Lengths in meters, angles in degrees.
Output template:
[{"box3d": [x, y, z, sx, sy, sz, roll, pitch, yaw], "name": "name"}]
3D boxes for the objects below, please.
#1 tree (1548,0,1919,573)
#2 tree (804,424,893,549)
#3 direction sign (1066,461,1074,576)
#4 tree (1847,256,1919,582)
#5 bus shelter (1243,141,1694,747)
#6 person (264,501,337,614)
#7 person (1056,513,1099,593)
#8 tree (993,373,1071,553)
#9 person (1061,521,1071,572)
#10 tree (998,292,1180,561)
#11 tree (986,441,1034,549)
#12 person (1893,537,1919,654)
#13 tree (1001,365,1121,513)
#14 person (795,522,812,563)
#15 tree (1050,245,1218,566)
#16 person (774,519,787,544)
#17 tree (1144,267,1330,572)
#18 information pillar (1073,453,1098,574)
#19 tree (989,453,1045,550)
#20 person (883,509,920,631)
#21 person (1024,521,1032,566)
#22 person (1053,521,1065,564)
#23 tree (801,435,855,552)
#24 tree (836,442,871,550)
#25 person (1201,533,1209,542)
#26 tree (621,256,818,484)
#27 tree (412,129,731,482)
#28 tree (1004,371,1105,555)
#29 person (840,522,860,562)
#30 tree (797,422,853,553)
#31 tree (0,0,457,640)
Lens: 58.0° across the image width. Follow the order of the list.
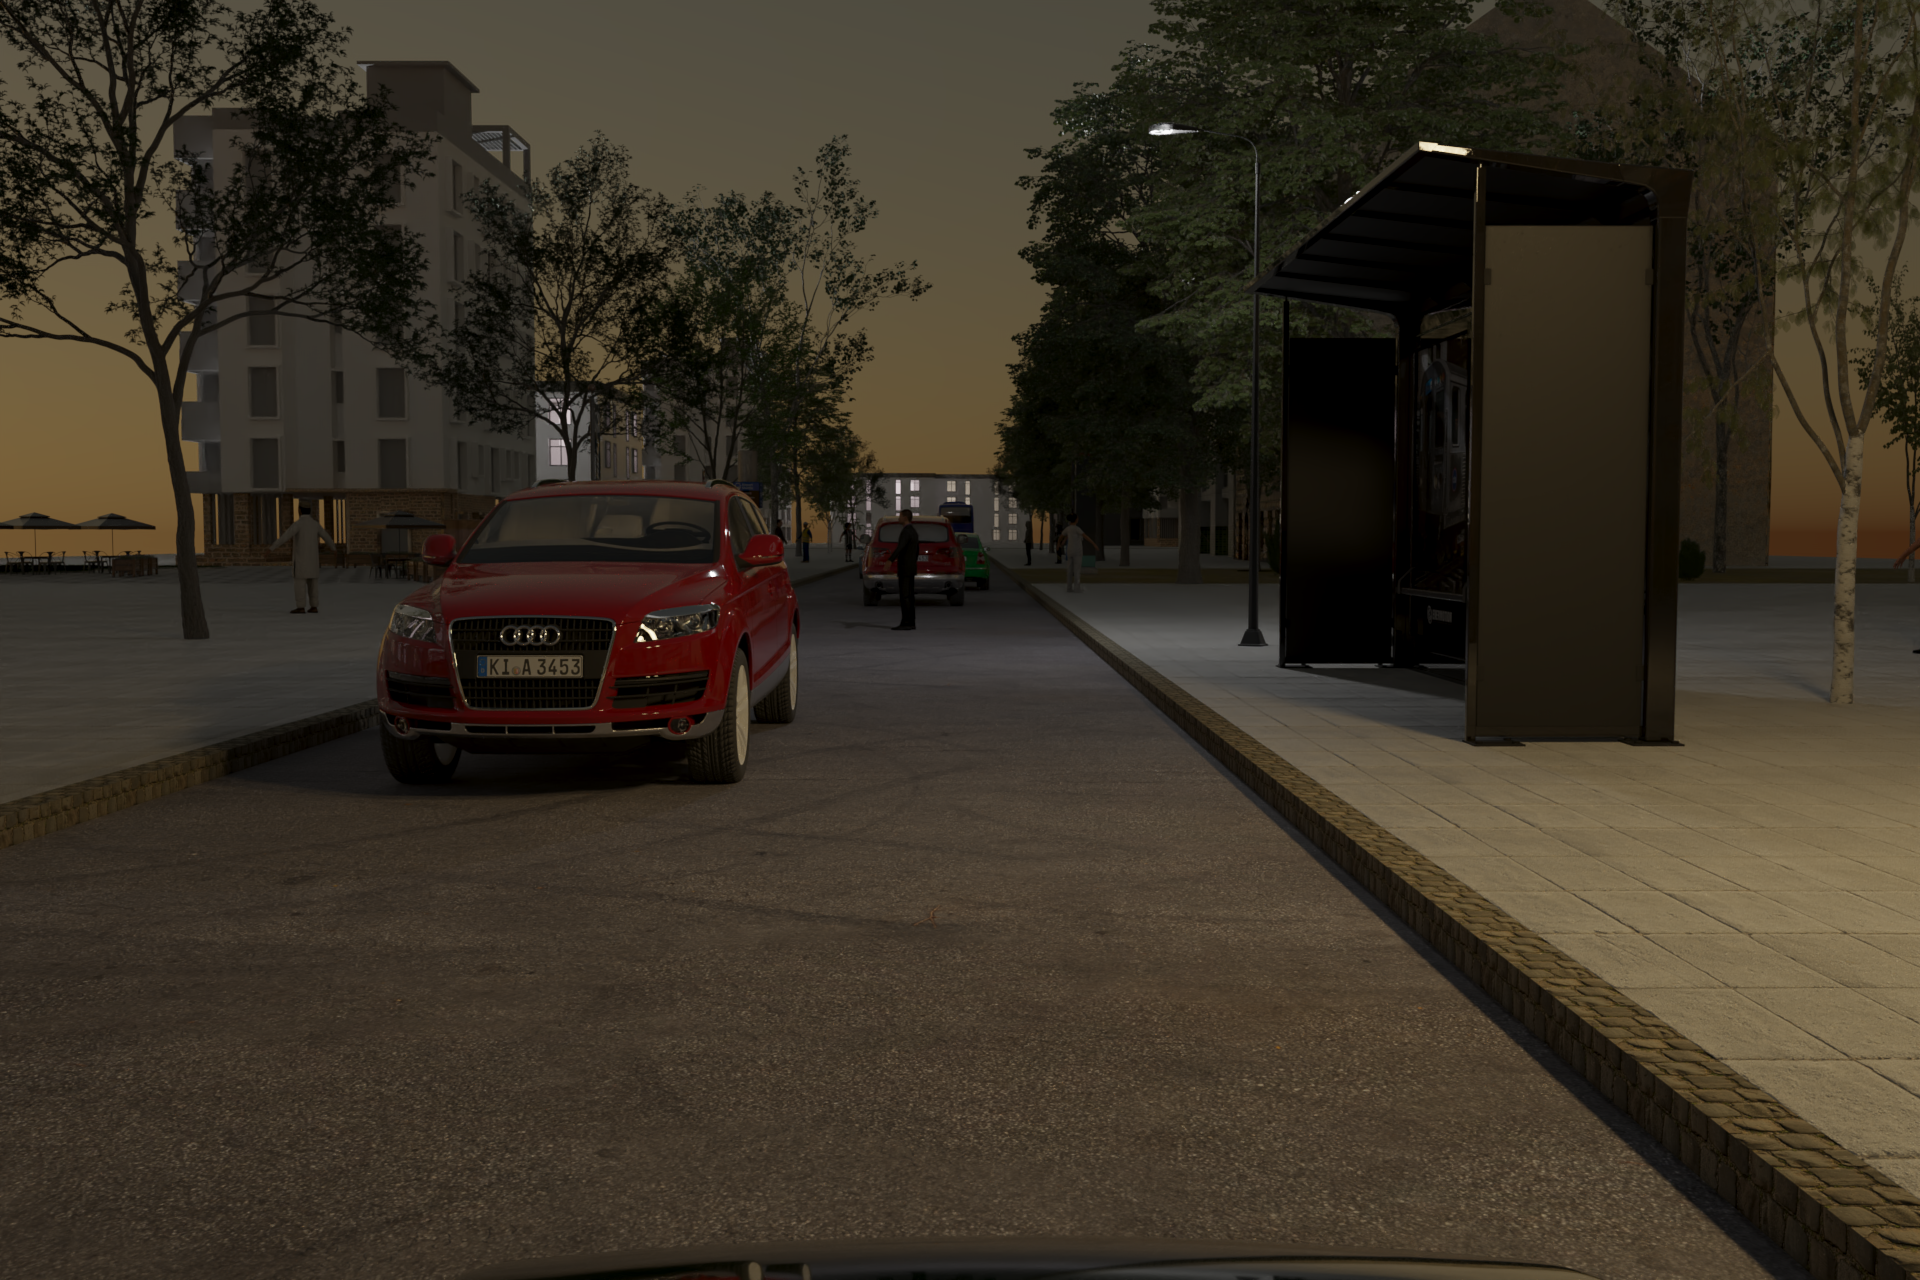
[{"box3d": [23.729, -12.307, 57.111, 12.611, 20.169, 13.585, 0, 3, 0], "name": "tree"}, {"box3d": [-9.033, -12.821, 144.030, 7.601, 10.594, 8.767, 2, 4, 25], "name": "tree"}, {"box3d": [3.421, -3.710, 52.650, 0.379, 3.537, 0.876, 0, 4, -1], "name": "direction sign"}, {"box3d": [25.545, -5.841, 45.861, 4.737, 8.622, 4.395, 0, 3, 0], "name": "tree"}, {"box3d": [3.581, -1.360, 13.515, 1.731, 3.624, 6.357, 0, 4, 0], "name": "bus shelter"}, {"box3d": [-10.610, -1.342, 28.028, 0.704, 1.819, 1.344, 2, 4, 33], "name": "person"}, {"box3d": [2.561, -1.912, 38.034, 0.721, 1.739, 1.217, -3, 5, -44], "name": "person"}, {"box3d": [5.686, -12.041, 115.002, 7.486, 12.596, 7.792, 0, 3, 0], "name": "tree"}, {"box3d": [3.760, -3.212, 58.645, 0.704, 1.817, 1.347, 2, 4, 23], "name": "person"}, {"box3d": [6.664, -10.717, 81.884, 9.857, 13.997, 8.962, 0, 3, 0], "name": "tree"}, {"box3d": [6.140, -12.913, 145.545, 8.767, 10.594, 7.601, 1, 4, 9], "name": "tree"}, {"box3d": [10.380, -0.768, 18.340, 0.704, 1.855, 1.343, 0, 4, -3], "name": "person"}, {"box3d": [5.934, -10.813, 94.926, 7.486, 12.596, 7.792, 0, 3, 0], "name": "tree"}, {"box3d": [-6.953, -4.391, 77.769, 0.705, 1.833, 1.349, -3, 4, -37], "name": "person"}, {"box3d": [6.900, -9.205, 68.626, 7.486, 12.596, 7.792, 0, 3, 0], "name": "tree"}, {"box3d": [-6.397, -3.396, 61.658, 0.704, 1.812, 1.346, 0, 4, 7], "name": "person"}, {"box3d": [9.996, -8.142, 58.872, 9.928, 11.665, 9.643, 0, 3, 0], "name": "tree"}, {"box3d": [4.012, -4.039, 55.422, 0.750, 3.857, 0.750, 0, 4, 1], "name": "information pillar"}, {"box3d": [6.410, -12.392, 137.014, 8.767, 10.594, 7.601, 0, 4, 1], "name": "tree"}, {"box3d": [-0.823, -1.051, 25.863, 0.704, 1.802, 1.346, 1, 4, 16], "name": "person"}, {"box3d": [2.752, -3.931, 70.401, 0.705, 1.813, 1.348, 0, 4, 7], "name": "person"}, {"box3d": [4.235, -4.211, 74.630, 0.705, 1.856, 1.354, 0, 4, -6], "name": "person"}, {"box3d": [-9.071, -10.443, 121.099, 4.737, 8.622, 4.395, 0, 3, 0], "name": "tree"}, {"box3d": [-8.953, -11.289, 134.930, 4.737, 8.622, 4.395, 0, 3, 0], "name": "tree"}, {"box3d": [10.382, -4.312, 76.778, 1.348, 1.796, 0.705, -1, 4, -11], "name": "person"}, {"box3d": [-9.139, -8.547, 65.499, 9.928, 11.665, 9.643, 0, 3, 0], "name": "tree"}, {"box3d": [-8.600, -6.411, 39.235, 7.601, 10.594, 8.767, -3, 4, -38], "name": "tree"}, {"box3d": [6.371, -11.450, 105.339, 7.486, 12.596, 7.792, 0, 3, 0], "name": "tree"}, {"box3d": [-5.067, -4.467, 79.172, 0.704, 1.843, 1.345, 3, 5, 41], "name": "person"}, {"box3d": [-8.606, -10.005, 113.952, 4.360, 8.622, 3.978, 0, 3, 0], "name": "tree"}, {"box3d": [-9.662, -5.296, 21.003, 7.601, 10.594, 8.767, 1, 4, 19], "name": "tree"}]
